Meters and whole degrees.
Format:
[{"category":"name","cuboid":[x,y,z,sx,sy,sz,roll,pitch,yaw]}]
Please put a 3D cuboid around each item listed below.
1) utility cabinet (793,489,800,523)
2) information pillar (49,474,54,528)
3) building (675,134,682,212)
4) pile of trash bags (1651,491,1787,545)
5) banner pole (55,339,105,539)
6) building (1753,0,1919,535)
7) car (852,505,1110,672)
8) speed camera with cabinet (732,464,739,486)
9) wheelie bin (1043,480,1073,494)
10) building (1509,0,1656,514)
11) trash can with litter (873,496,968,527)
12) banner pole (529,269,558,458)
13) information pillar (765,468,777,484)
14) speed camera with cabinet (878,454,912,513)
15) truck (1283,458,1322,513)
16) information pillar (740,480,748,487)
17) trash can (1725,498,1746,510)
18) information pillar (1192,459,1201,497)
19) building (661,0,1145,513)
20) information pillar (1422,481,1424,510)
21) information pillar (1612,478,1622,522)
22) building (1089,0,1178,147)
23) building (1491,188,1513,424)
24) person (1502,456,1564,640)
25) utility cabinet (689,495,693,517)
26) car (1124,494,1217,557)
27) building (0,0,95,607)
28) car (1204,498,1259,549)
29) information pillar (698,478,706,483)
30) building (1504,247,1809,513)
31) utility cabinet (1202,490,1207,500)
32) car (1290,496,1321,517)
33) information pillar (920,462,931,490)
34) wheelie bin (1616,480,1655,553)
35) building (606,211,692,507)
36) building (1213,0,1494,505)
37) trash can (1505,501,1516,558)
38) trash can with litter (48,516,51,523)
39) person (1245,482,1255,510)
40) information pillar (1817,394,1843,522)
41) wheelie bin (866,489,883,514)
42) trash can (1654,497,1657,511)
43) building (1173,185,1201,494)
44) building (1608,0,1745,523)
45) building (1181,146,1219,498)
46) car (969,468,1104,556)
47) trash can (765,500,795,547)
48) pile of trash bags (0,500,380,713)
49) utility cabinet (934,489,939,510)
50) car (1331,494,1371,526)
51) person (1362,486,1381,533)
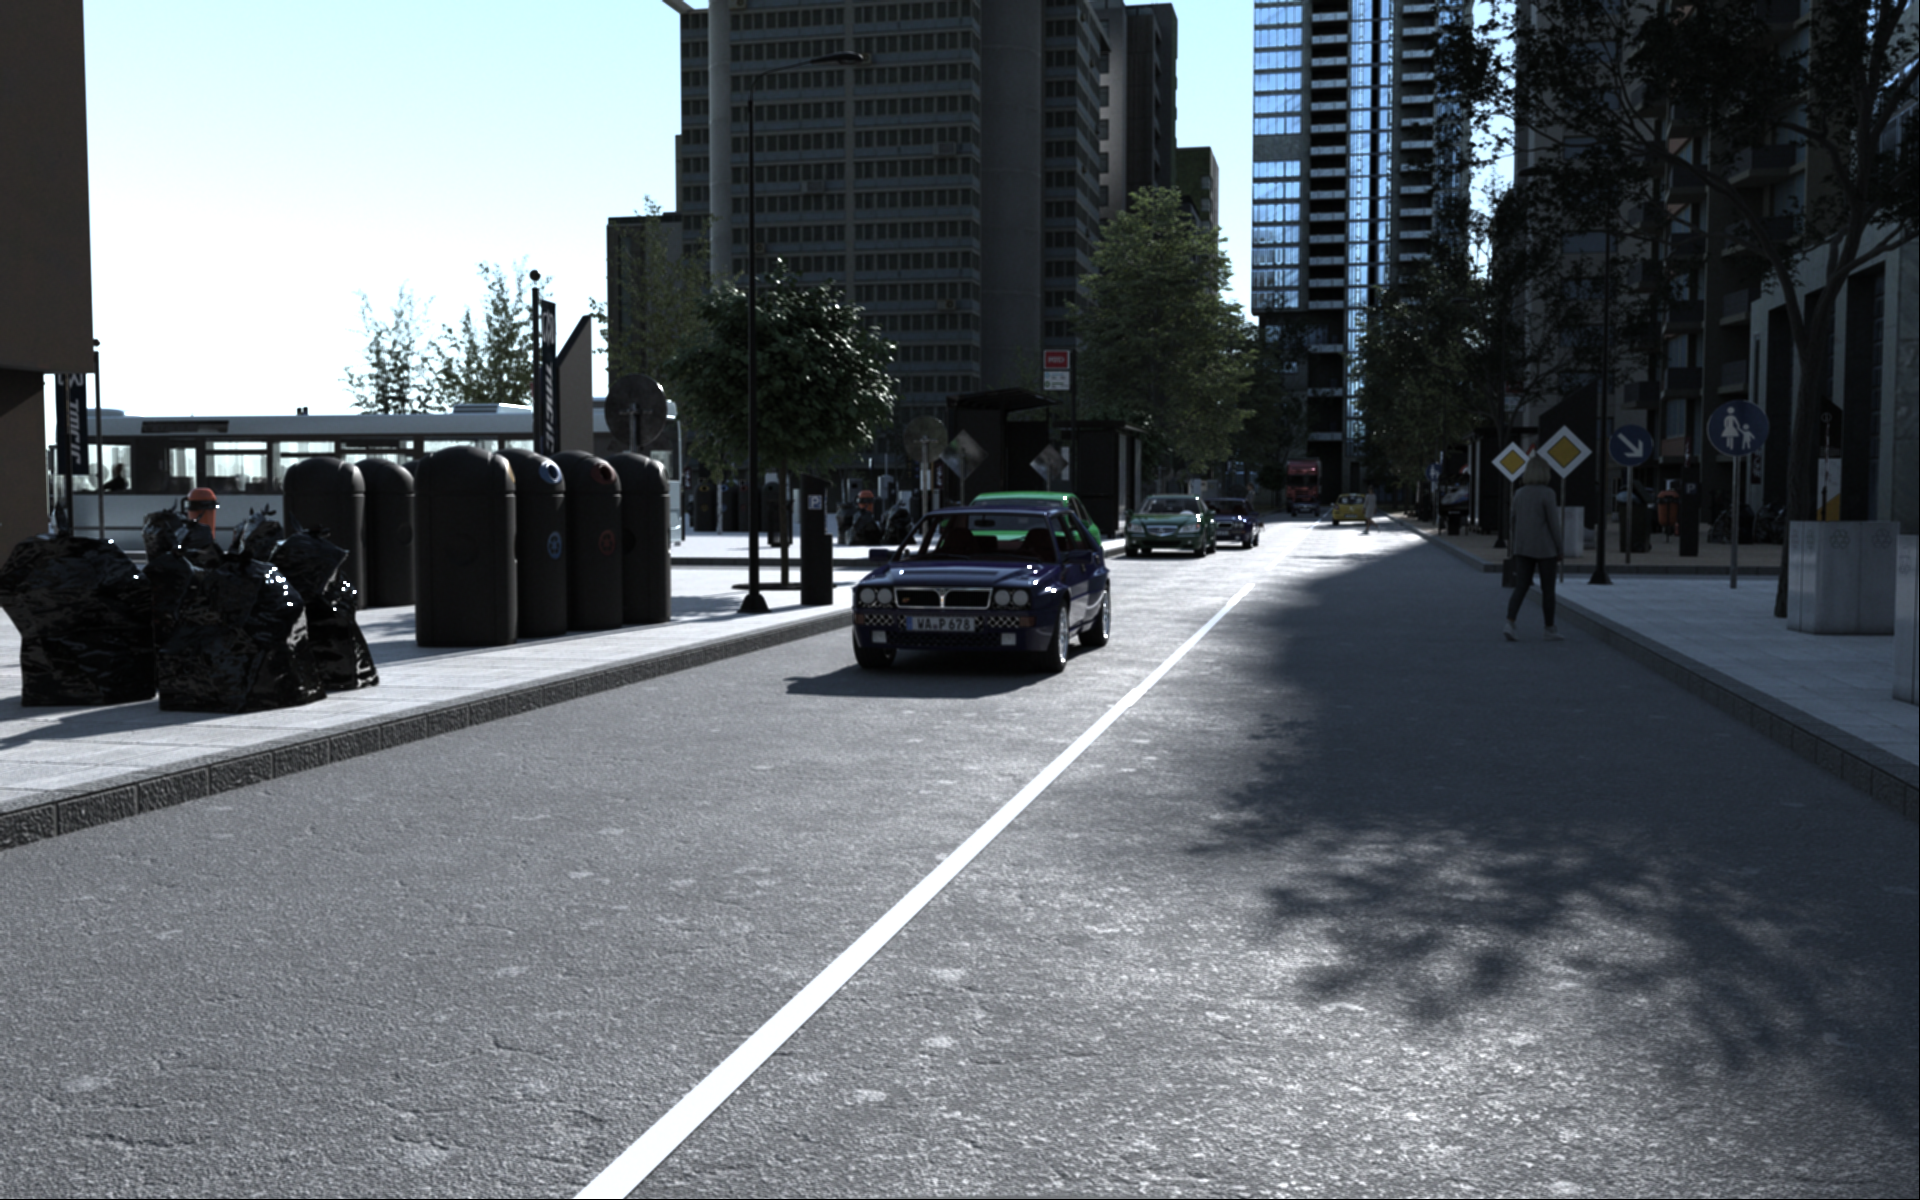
[{"category":"utility cabinet","cuboid":[-7.111,-4.156,76.626,0.318,1.500,1.173,-1,4,-16]},{"category":"information pillar","cuboid":[-33.821,-3.687,64.778,0.304,2.012,0.304,3,4,37]},{"category":"building","cuboid":[-22.175,-36.498,220.446,21.600,48.544,21.300,1,4,13]},{"category":"pile of trash bags","cuboid":[19.896,-2.154,44.963,3.447,1.369,1.912,1,4,20]},{"category":"banner pole","cuboid":[-14.083,-2.314,27.843,0.863,3.779,0.401,-3,5,-39]},{"category":"building","cuboid":[37.988,-44.664,42.924,31.000,86.520,22.319,1,4,13]},{"category":"car","cuboid":[0.275,-0.166,15.287,1.945,1.354,3.894,1,4,13]},{"category":"speed camera with cabinet","cuboid":[-14.671,-6.872,106.686,2.038,3.252,0.660,0,4,2]},{"category":"wheelie bin","cuboid":[2.176,-1.918,39.271,0.980,1.594,0.693,0,4,-7]},{"category":"building","cuboid":[50.350,-35.520,122.759,21.231,58.520,28.212,1,4,13]},{"category":"trash can with litter","cuboid":[-0.490,-1.532,36.106,2.233,1.210,1.678,-1,4,-15]},{"category":"banner pole","cuboid":[-4.707,-1.812,19.644,0.401,3.779,0.863,0,4,8]},{"category":"information pillar","cuboid":[-7.322,-4.644,67.285,0.504,3.616,0.183,0,4,7]},{"category":"speed camera with cabinet","cuboid":[-2.967,-5.550,85.083,2.038,3.252,0.660,-1,4,-14]},{"category":"truck","cuboid":[26.879,-8.954,135.315,2.839,4.237,11.283,1,4,13]},{"category":"information pillar","cuboid":[-11.262,-5.250,90.328,0.304,2.012,0.304,1,4,20]},{"category":"trash can","cuboid":[26.954,-2.970,60.215,0.748,1.137,0.748,0,3,0]},{"category":"information pillar","cuboid":[12.842,-6.270,93.863,0.504,3.616,0.183,0,4,-3]},{"category":"building","cuboid":[-2.996,-26.471,124.687,32.217,40.220,23.993,1,4,13]},{"category":"information pillar","cuboid":[26.208,-5.714,97.920,0.304,2.012,0.304,0,4,5]},{"category":"information pillar","cuboid":[29.698,-4.513,78.272,0.304,2.012,0.304,0,4,-8]},{"category":"building","cuboid":[9.948,-28.007,141.506,14.154,41.232,14.086,1,4,13]},{"category":"building","cuboid":[75.659,-31.400,205.274,23.993,40.220,32.217,1,4,13]},{"category":"person","cuboid":[5.577,-0.509,17.007,0.728,1.800,0.709,-2,4,-32]},{"category":"utility cabinet","cuboid":[-14.487,-5.185,95.929,1.020,1.237,0.306,0,4,1]},{"category":"car","cuboid":[5.013,-1.777,40.859,2.131,1.459,4.920,1,4,13]},{"category":"building","cuboid":[-18.651,-22.260,14.054,14.200,45.320,14.600,1,4,13]},{"category":"car","cuboid":[7.103,-2.086,46.687,1.945,1.354,3.894,1,4,13]},{"category":"information pillar","cuboid":[-11.805,-4.589,79.523,0.304,2.012,0.304,1,4,14]},{"category":"building","cuboid":[58.237,-51.265,150.857,22.319,86.520,31.000,1,4,13]},{"category":"utility cabinet","cuboid":[14.891,-5.921,105.490,0.318,1.500,1.173,1,4,12]},{"category":"car","cuboid":[22.109,-6.005,110.760,1.945,1.354,3.894,1,4,12]},{"category":"information pillar","cuboid":[-1.175,-4.175,59.624,0.183,3.616,0.504,-3,5,-40]},{"category":"wheelie bin","cuboid":[14.797,-1.841,38.002,0.693,1.594,0.980,2,4,35]},{"category":"building","cuboid":[-27.534,-25.019,180.758,14.107,30.474,14.160,1,4,13]},{"category":"building","cuboid":[46.682,-54.551,204.573,31.000,86.520,22.319,1,4,13]},{"category":"trash can","cuboid":[10.904,-1.334,33.457,0.748,1.137,0.748,0,3,0]},{"category":"trash can with litter","cuboid":[-40.349,-4.028,77.237,0.624,1.170,1.055,2,4,32]},{"category":"person","cuboid":[8.886,-2.753,53.779,0.573,1.790,0.520,-1,4,-9]},{"category":"information pillar","cuboid":[20.178,-2.989,40.220,0.504,3.616,0.183,2,4,28]},{"category":"wheelie bin","cuboid":[-5.158,-6.181,108.966,0.980,1.594,0.693,-2,4,-24]},{"category":"trash can","cuboid":[30.591,-3.933,75.962,0.748,1.137,0.748,0,3,0]},{"category":"building","cuboid":[16.369,-24.412,170.842,14.107,30.474,14.160,1,4,13]},{"category":"building","cuboid":[44.183,-26.129,81.831,22.147,44.769,28.867,1,4,13]},{"category":"building","cuboid":[23.537,-32.066,207.868,14.086,41.232,14.154,1,4,13]},{"category":"car","cuboid":[0.836,-0.873,23.068,1.959,1.807,4.718,1,4,12]},{"category":"trash can","cuboid":[-4.368,-1.859,42.044,0.748,1.137,0.748,0,3,0]},{"category":"pile of trash bags","cuboid":[-5.526,-0.096,11.317,3.447,1.369,1.912,1,4,17]},{"category":"utility cabinet","cuboid":[-0.702,-4.031,74.580,1.173,1.500,0.318,-1,4,-21]},{"category":"car","cuboid":[18.181,-4.284,80.267,2.015,1.641,3.980,1,4,14]},{"category":"person","cuboid":[14.977,-3.289,63.033,0.760,1.731,0.466,2,4,34]}]
